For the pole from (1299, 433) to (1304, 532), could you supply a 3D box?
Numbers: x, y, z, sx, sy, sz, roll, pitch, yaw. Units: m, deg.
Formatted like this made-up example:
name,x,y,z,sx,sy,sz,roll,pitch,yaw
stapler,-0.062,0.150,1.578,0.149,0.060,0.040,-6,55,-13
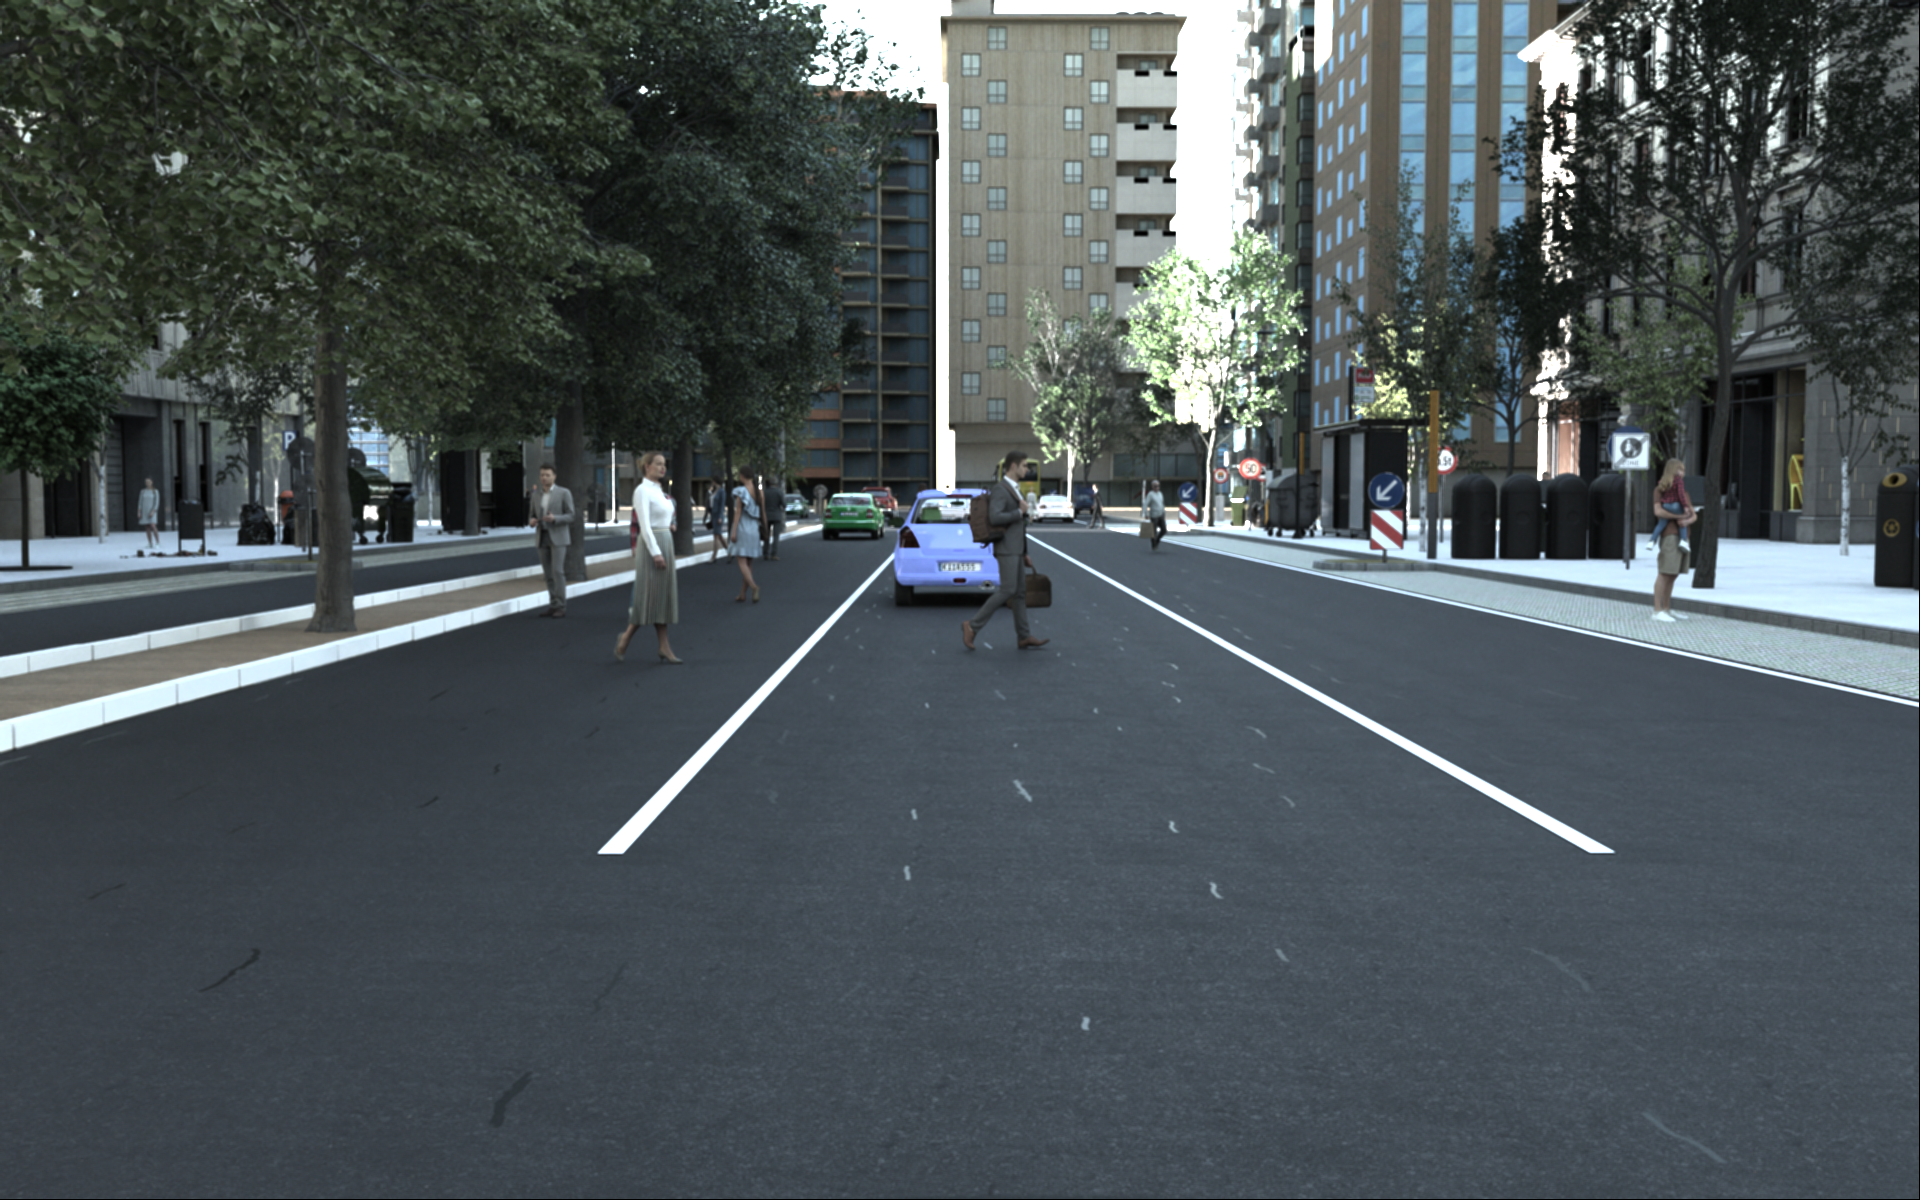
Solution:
name,x,y,z,sx,sy,sz,roll,pitch,yaw
pole,11.315,-3.895,57.532,0.158,3.312,0.155,0,3,0

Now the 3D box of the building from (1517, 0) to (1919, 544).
name,x,y,z,sx,sy,sz,roll,pitch,yaw
building,26.077,-12.991,63.312,10.553,20.767,40.483,0,4,0

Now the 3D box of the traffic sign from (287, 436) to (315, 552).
name,x,y,z,sx,sy,sz,roll,pitch,yaw
traffic sign,-14.543,-2.338,38.325,0.768,2.556,0.104,1,4,9

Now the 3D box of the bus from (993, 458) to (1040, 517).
name,x,y,z,sx,sy,sz,roll,pitch,yaw
bus,3.677,-7.398,112.508,2.896,3.916,12.252,0,3,0

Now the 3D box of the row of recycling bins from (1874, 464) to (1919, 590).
name,x,y,z,sx,sy,sz,roll,pitch,yaw
row of recycling bins,13.064,-0.947,22.589,1.069,1.692,3.534,0,4,5

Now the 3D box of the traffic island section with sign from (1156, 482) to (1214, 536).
name,x,y,z,sx,sy,sz,roll,pitch,yaw
traffic island section with sign,7.657,-3.129,59.782,1.989,1.847,2.006,0,4,0

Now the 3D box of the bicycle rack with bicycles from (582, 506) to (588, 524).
name,x,y,z,sx,sy,sz,roll,pitch,yaw
bicycle rack with bicycles,-17.258,-3.754,74.765,2.925,0.926,2.852,0,4,2

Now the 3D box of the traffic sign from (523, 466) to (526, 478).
name,x,y,z,sx,sy,sz,roll,pitch,yaw
traffic sign,-17.827,-4.250,69.598,0.768,2.556,0.104,0,4,2

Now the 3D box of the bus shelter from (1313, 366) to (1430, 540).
name,x,y,z,sx,sy,sz,roll,pitch,yaw
bus shelter,12.041,-4.557,52.135,2.179,5.291,8.768,0,4,0

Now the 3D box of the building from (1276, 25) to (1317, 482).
name,x,y,z,sx,sy,sz,roll,pitch,yaw
building,27.343,-20.744,110.868,14.160,30.474,14.107,0,4,0

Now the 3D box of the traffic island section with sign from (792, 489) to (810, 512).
name,x,y,z,sx,sy,sz,roll,pitch,yaw
traffic island section with sign,-12.918,-7.872,137.336,1.989,1.847,2.006,0,4,0

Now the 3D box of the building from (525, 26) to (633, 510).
name,x,y,z,sx,sy,sz,roll,pitch,yaw
building,-41.710,-31.530,135.128,30.456,49.044,23.786,0,4,0

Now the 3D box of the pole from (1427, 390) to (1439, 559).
name,x,y,z,sx,sy,sz,roll,pitch,yaw
pole,9.325,-2.463,34.118,0.158,3.312,0.155,0,3,0

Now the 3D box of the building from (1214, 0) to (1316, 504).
name,x,y,z,sx,sy,sz,roll,pitch,yaw
building,32.797,-31.374,132.566,23.786,49.044,30.456,0,4,0

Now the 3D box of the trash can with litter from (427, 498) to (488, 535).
name,x,y,z,sx,sy,sz,roll,pitch,yaw
trash can with litter,-16.047,-2.715,55.447,2.233,1.210,1.678,-3,4,-36

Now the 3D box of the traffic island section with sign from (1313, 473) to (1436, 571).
name,x,y,z,sx,sy,sz,roll,pitch,yaw
traffic island section with sign,7.776,-1.479,32.809,1.989,1.847,2.006,0,4,0

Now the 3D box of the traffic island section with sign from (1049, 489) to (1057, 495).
name,x,y,z,sx,sy,sz,roll,pitch,yaw
traffic island section with sign,7.299,-7.921,138.140,1.989,1.847,2.006,0,4,0

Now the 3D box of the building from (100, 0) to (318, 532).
name,x,y,z,sx,sy,sz,roll,pitch,yaw
building,-32.766,-14.950,62.463,12.078,24.808,19.932,0,4,0

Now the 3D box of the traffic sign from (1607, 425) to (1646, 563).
name,x,y,z,sx,sy,sz,roll,pitch,yaw
traffic sign,12.405,-1.964,32.212,0.768,2.556,0.104,1,4,9

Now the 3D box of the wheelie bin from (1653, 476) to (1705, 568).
name,x,y,z,sx,sy,sz,roll,pitch,yaw
wheelie bin,12.570,-1.360,30.145,0.980,1.594,0.693,1,4,17

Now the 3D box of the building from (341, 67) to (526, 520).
name,x,y,z,sx,sy,sz,roll,pitch,yaw
building,-37.859,-47.952,96.691,22.319,86.520,31.000,0,4,0

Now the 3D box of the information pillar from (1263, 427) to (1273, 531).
name,x,y,z,sx,sy,sz,roll,pitch,yaw
information pillar,10.773,-4.223,60.399,0.183,3.616,0.504,-1,4,-10

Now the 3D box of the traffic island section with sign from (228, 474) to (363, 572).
name,x,y,z,sx,sy,sz,roll,pitch,yaw
traffic island section with sign,-12.453,-1.474,32.727,1.989,1.847,2.006,0,4,0

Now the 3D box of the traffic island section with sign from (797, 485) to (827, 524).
name,x,y,z,sx,sy,sz,roll,pitch,yaw
traffic island section with sign,-6.739,-4.575,82.944,2.006,1.907,1.989,0,4,0

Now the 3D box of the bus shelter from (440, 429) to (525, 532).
name,x,y,z,sx,sy,sz,roll,pitch,yaw
bus shelter,-16.906,-4.332,62.111,1.731,3.624,6.357,0,3,0

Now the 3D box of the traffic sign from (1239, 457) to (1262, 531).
name,x,y,z,sx,sy,sz,roll,pitch,yaw
traffic sign,10.111,-3.683,60.330,0.768,2.556,0.104,0,4,6

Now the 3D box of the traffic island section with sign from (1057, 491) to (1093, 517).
name,x,y,z,sx,sy,sz,roll,pitch,yaw
traffic island section with sign,7.417,-6.211,110.184,1.989,1.847,2.006,0,4,0

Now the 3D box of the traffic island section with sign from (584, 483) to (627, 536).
name,x,y,z,sx,sy,sz,roll,pitch,yaw
traffic island section with sign,-12.569,-3.123,59.681,1.989,1.847,2.006,0,4,0

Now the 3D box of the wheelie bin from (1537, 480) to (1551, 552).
name,x,y,z,sx,sy,sz,roll,pitch,yaw
wheelie bin,12.952,-1.865,38.406,0.980,1.594,0.693,0,4,-7

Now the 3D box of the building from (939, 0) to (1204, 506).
name,x,y,z,sx,sy,sz,roll,pitch,yaw
building,11.584,-36.847,191.685,27.495,52.752,28.713,0,4,0

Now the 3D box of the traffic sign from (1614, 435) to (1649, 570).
name,x,y,z,sx,sy,sz,roll,pitch,yaw
traffic sign,11.340,-1.665,29.347,0.606,2.300,0.079,0,4,4

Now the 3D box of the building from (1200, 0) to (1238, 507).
name,x,y,z,sx,sy,sz,roll,pitch,yaw
building,40.927,-53.484,187.138,31.000,86.520,22.319,0,4,0

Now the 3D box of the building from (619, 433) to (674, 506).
name,x,y,z,sx,sy,sz,roll,pitch,yaw
building,-43.034,-30.682,193.527,23.993,40.220,32.217,0,4,0

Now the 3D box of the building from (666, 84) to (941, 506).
name,x,y,z,sx,sy,sz,roll,pitch,yaw
building,-16.580,-32.633,188.179,28.867,44.769,22.147,0,4,0

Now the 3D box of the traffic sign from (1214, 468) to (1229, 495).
name,x,y,z,sx,sy,sz,roll,pitch,yaw
traffic sign,12.619,-5.125,83.903,0.768,2.556,0.104,0,4,8

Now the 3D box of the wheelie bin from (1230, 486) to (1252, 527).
name,x,y,z,sx,sy,sz,roll,pitch,yaw
wheelie bin,10.996,-3.666,67.850,0.980,1.594,0.693,3,4,38

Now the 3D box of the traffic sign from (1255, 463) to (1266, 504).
name,x,y,z,sx,sy,sz,roll,pitch,yaw
traffic sign,12.549,-4.391,71.893,0.768,2.556,0.104,0,4,7

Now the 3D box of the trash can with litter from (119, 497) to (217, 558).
name,x,y,z,sx,sy,sz,roll,pitch,yaw
trash can with litter,-16.278,-1.507,35.693,1.678,1.210,2.233,3,5,41

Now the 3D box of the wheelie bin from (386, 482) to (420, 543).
name,x,y,z,sx,sy,sz,roll,pitch,yaw
wheelie bin,-14.821,-2.326,45.946,0.980,1.594,0.693,-2,4,-31

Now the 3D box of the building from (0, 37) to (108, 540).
name,x,y,z,sx,sy,sz,roll,pitch,yaw
building,-35.456,-14.092,34.928,19.350,26.468,34.151,0,4,0

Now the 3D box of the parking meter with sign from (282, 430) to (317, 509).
name,x,y,z,sx,sy,sz,roll,pitch,yaw
parking meter with sign,-17.981,-3.183,48.300,0.543,3.016,1.738,2,4,26

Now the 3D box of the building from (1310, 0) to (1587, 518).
name,x,y,z,sx,sy,sz,roll,pitch,yaw
building,28.061,-27.289,96.291,14.600,45.320,14.200,0,4,0

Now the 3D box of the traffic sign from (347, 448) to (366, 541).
name,x,y,z,sx,sy,sz,roll,pitch,yaw
traffic sign,-16.603,-2.892,47.390,0.768,2.556,0.104,0,4,6

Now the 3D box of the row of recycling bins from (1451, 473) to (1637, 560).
name,x,y,z,sx,sy,sz,roll,pitch,yaw
row of recycling bins,11.557,-1.660,34.259,3.534,1.692,1.069,0,4,3

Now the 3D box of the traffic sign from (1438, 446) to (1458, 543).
name,x,y,z,sx,sy,sz,roll,pitch,yaw
traffic sign,12.703,-2.783,45.613,0.768,2.556,0.104,0,4,2

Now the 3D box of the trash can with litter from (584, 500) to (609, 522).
name,x,y,z,sx,sy,sz,roll,pitch,yaw
trash can with litter,-16.869,-4.148,78.879,1.678,1.210,2.233,3,5,45
